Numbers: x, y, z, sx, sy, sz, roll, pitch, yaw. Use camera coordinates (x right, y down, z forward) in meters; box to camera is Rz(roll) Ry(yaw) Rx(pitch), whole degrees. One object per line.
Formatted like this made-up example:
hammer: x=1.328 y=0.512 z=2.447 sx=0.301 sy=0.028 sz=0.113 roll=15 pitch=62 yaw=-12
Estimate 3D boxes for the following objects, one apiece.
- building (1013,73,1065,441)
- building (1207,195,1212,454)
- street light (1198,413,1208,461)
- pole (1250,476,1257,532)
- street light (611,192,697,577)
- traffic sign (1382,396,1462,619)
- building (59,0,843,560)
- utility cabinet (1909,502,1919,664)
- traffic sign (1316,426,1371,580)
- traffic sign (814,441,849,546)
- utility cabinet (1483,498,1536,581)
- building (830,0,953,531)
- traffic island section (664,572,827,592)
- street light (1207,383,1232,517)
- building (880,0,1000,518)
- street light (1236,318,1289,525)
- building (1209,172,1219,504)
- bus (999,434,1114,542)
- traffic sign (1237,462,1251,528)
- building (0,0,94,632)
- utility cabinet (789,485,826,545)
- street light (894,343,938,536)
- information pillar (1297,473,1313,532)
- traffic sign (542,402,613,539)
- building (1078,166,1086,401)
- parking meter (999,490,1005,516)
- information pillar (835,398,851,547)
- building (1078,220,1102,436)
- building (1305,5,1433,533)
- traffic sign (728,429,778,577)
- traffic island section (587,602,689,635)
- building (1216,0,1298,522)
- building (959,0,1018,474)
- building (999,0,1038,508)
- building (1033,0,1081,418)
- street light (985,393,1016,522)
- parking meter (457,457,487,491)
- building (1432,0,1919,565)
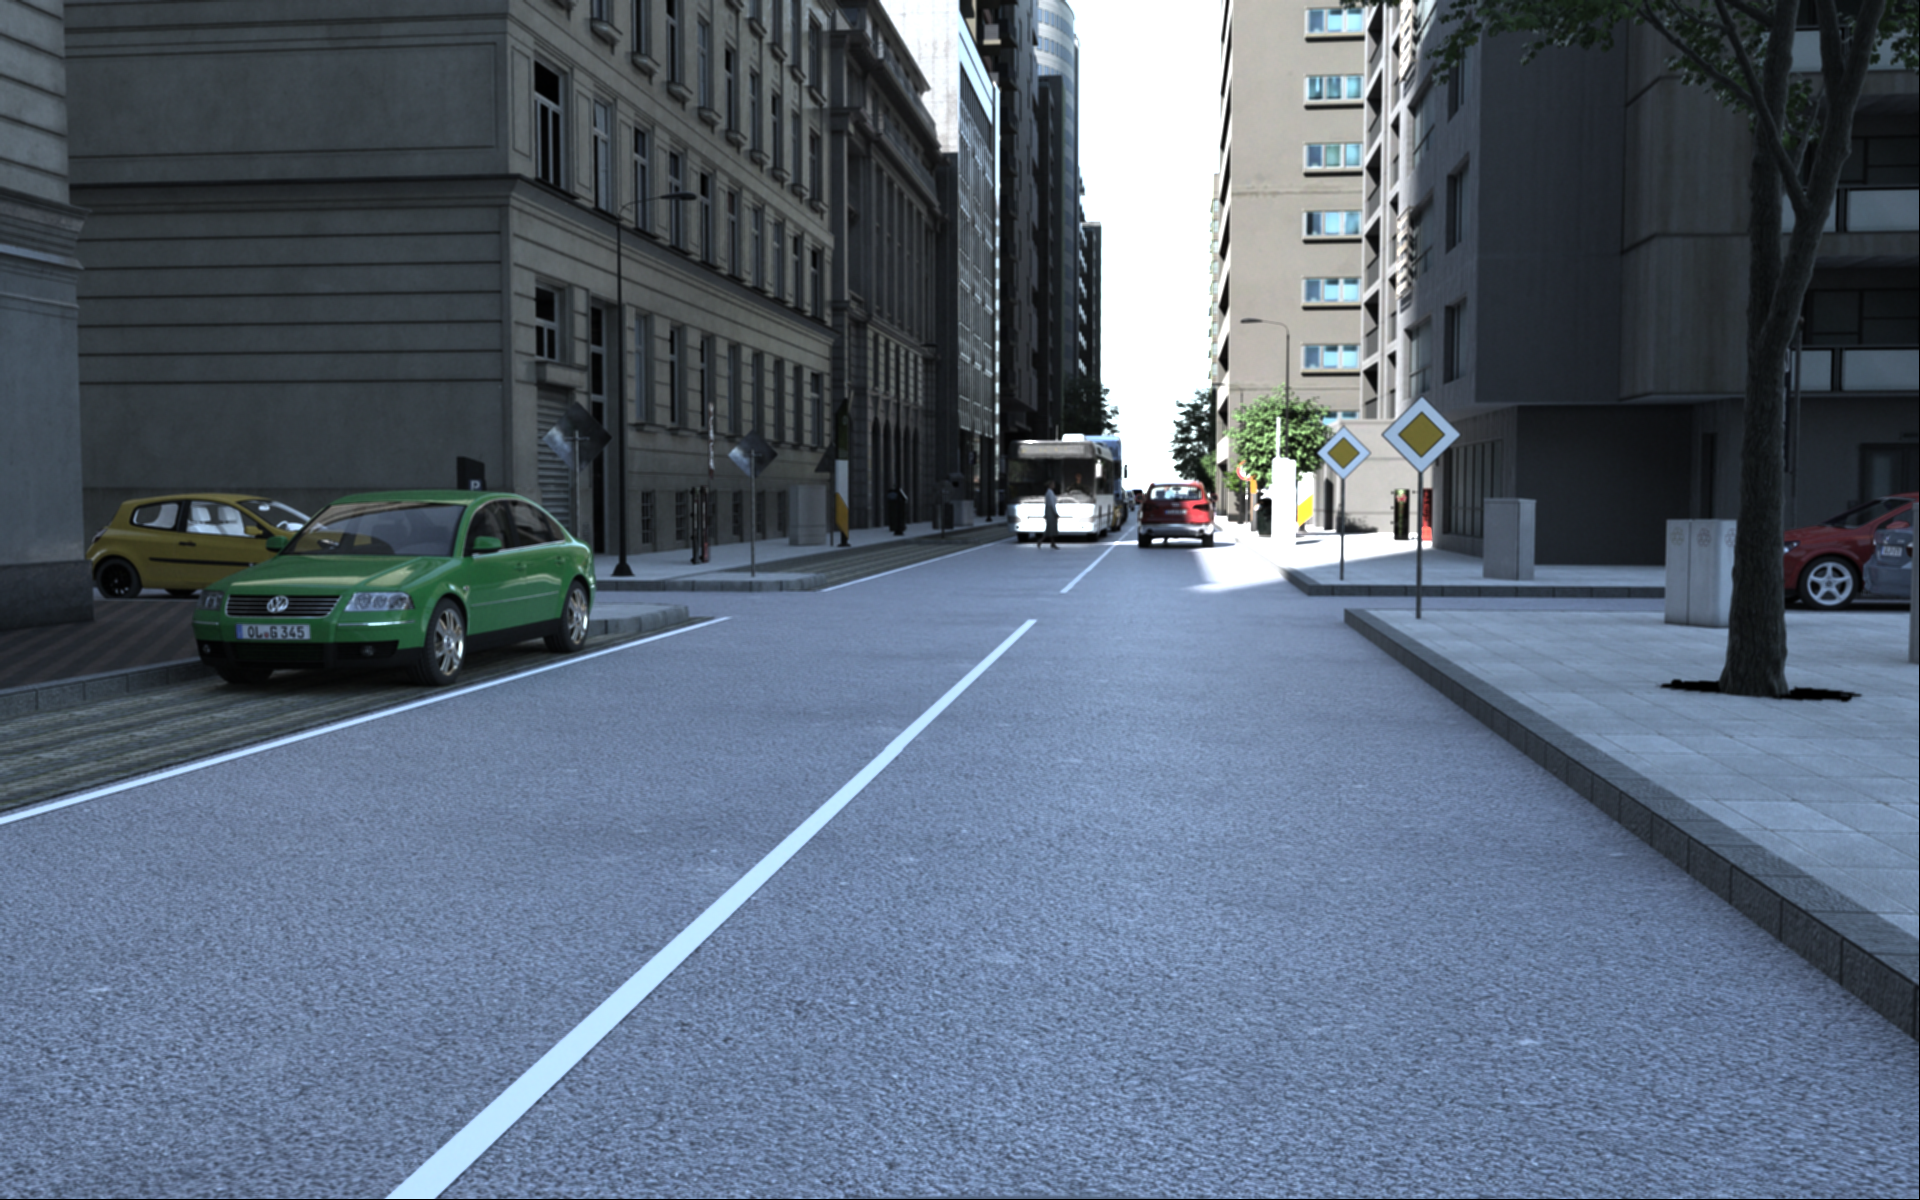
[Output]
building: x=2.543 y=-29.446 z=165.039 sx=14.154 sy=41.232 sz=14.086 roll=0 pitch=4 yaw=7
building: x=45.882 y=-35.944 z=242.310 sx=22.147 sy=44.769 sz=28.867 roll=0 pitch=4 yaw=7
street light: x=14.491 y=-7.735 z=99.012 sx=1.470 sy=5.913 sz=1.316 roll=0 pitch=4 yaw=7
pole: x=9.867 y=-3.935 z=58.175 sx=0.158 sy=3.312 sz=0.155 roll=0 pitch=3 yaw=0
street light: x=-4.734 y=-3.320 z=26.816 sx=1.470 sy=5.913 sz=1.316 roll=0 pitch=4 yaw=7
traffic sign: x=4.715 y=-0.863 z=17.760 sx=0.795 sy=2.450 sz=0.064 roll=0 pitch=4 yaw=7
building: x=-13.163 y=-12.897 z=44.154 sx=16.112 sy=22.955 sz=30.059 roll=0 pitch=4 yaw=7
utility cabinet: x=7.742 y=-0.119 z=13.104 sx=1.020 sy=1.237 sz=0.306 roll=-1 pitch=4 yaw=-10
traffic sign: x=5.674 y=-1.348 z=25.688 sx=0.795 sy=2.450 sz=0.064 roll=0 pitch=4 yaw=7
traffic sign: x=-3.159 y=-2.608 z=42.640 sx=0.884 sy=2.594 sz=0.081 roll=1 pitch=4 yaw=10
utility cabinet: x=8.286 y=-0.916 z=26.132 sx=0.306 sy=1.237 sz=1.020 roll=-1 pitch=4 yaw=-12
building: x=-8.364 y=-14.007 z=70.810 sx=13.314 sy=21.916 sz=24.055 roll=0 pitch=4 yaw=7
traffic island section: x=-3.227 y=-0.279 z=26.843 sx=2.009 sy=0.180 sz=2.903 roll=0 pitch=4 yaw=7
street light: x=11.215 y=-6.109 z=72.430 sx=1.470 sy=5.913 sz=1.316 roll=0 pitch=4 yaw=7
building: x=-4.856 y=-16.790 z=92.542 sx=12.078 sy=24.808 sz=19.932 roll=0 pitch=4 yaw=7
street light: x=8.100 y=-4.482 z=45.828 sx=1.470 sy=5.913 sz=1.316 roll=0 pitch=4 yaw=7
building: x=39.150 y=-32.908 z=221.638 sx=14.154 sy=41.232 sz=14.086 roll=0 pitch=4 yaw=7
bus: x=3.334 y=-3.689 z=55.180 sx=2.948 sy=3.499 sz=13.247 roll=0 pitch=4 yaw=7
traffic sign: x=10.721 y=-3.951 z=64.700 sx=0.768 sy=2.556 sz=0.104 roll=1 pitch=4 yaw=11
building: x=-18.193 y=-10.042 z=13.338 sx=18.267 sy=20.994 sz=9.793 roll=0 pitch=4 yaw=7
utility cabinet: x=-3.828 y=-2.125 z=43.421 sx=0.318 sy=1.500 sz=1.173 roll=2 pitch=4 yaw=31
street light: x=-1.366 y=-4.951 z=53.495 sx=1.470 sy=5.913 sz=1.316 roll=0 pitch=4 yaw=7
information pillar: x=11.680 y=-4.113 z=58.595 sx=0.504 sy=3.616 sz=0.183 roll=1 pitch=4 yaw=18
traffic sign: x=-4.162 y=-0.930 z=18.851 sx=0.795 sy=2.450 sz=0.064 roll=0 pitch=4 yaw=7
building: x=5.261 y=-37.379 z=230.748 sx=23.786 sy=49.044 sz=30.456 roll=0 pitch=4 yaw=7
parking meter: x=2.453 y=-5.682 z=101.308 sx=0.372 sy=1.533 sz=0.369 roll=0 pitch=3 yaw=0
information pillar: x=-2.859 y=-3.098 z=42.005 sx=0.183 sy=3.616 sz=0.504 roll=2 pitch=4 yaw=27
building: x=13.354 y=-34.789 z=252.402 sx=14.154 sy=41.232 sz=14.086 roll=0 pitch=4 yaw=7
building: x=23.051 y=-37.892 z=57.785 sx=20.563 sy=71.187 sz=20.611 roll=0 pitch=4 yaw=7
traffic sign: x=-3.203 y=-1.415 z=26.779 sx=0.795 sy=2.450 sz=0.064 roll=0 pitch=4 yaw=7
traffic island section: x=-4.187 y=0.206 z=18.916 sx=2.009 sy=0.180 sz=2.903 roll=0 pitch=4 yaw=7
building: x=24.187 y=-28.373 z=87.601 sx=21.300 sy=48.544 sz=21.600 roll=0 pitch=4 yaw=7
building: x=-7.747 y=-28.276 z=116.937 sx=22.147 sy=44.769 sz=28.867 roll=0 pitch=4 yaw=7
building: x=-7.659 y=-33.992 z=145.015 sx=28.713 sy=52.752 sz=27.495 roll=0 pitch=4 yaw=7
building: x=2.599 y=-40.324 z=201.288 sx=21.231 sy=58.520 sz=28.212 roll=0 pitch=4 yaw=7
street light: x=1.883 y=-6.577 z=80.081 sx=1.470 sy=5.913 sz=1.316 roll=0 pitch=4 yaw=7
parking meter: x=-7.680 y=-1.318 z=27.268 sx=0.255 sy=1.863 sz=0.399 roll=3 pitch=5 yaw=43
building: x=16.371 y=-21.346 z=32.597 sx=14.086 sy=41.232 sz=14.154 roll=0 pitch=4 yaw=7
